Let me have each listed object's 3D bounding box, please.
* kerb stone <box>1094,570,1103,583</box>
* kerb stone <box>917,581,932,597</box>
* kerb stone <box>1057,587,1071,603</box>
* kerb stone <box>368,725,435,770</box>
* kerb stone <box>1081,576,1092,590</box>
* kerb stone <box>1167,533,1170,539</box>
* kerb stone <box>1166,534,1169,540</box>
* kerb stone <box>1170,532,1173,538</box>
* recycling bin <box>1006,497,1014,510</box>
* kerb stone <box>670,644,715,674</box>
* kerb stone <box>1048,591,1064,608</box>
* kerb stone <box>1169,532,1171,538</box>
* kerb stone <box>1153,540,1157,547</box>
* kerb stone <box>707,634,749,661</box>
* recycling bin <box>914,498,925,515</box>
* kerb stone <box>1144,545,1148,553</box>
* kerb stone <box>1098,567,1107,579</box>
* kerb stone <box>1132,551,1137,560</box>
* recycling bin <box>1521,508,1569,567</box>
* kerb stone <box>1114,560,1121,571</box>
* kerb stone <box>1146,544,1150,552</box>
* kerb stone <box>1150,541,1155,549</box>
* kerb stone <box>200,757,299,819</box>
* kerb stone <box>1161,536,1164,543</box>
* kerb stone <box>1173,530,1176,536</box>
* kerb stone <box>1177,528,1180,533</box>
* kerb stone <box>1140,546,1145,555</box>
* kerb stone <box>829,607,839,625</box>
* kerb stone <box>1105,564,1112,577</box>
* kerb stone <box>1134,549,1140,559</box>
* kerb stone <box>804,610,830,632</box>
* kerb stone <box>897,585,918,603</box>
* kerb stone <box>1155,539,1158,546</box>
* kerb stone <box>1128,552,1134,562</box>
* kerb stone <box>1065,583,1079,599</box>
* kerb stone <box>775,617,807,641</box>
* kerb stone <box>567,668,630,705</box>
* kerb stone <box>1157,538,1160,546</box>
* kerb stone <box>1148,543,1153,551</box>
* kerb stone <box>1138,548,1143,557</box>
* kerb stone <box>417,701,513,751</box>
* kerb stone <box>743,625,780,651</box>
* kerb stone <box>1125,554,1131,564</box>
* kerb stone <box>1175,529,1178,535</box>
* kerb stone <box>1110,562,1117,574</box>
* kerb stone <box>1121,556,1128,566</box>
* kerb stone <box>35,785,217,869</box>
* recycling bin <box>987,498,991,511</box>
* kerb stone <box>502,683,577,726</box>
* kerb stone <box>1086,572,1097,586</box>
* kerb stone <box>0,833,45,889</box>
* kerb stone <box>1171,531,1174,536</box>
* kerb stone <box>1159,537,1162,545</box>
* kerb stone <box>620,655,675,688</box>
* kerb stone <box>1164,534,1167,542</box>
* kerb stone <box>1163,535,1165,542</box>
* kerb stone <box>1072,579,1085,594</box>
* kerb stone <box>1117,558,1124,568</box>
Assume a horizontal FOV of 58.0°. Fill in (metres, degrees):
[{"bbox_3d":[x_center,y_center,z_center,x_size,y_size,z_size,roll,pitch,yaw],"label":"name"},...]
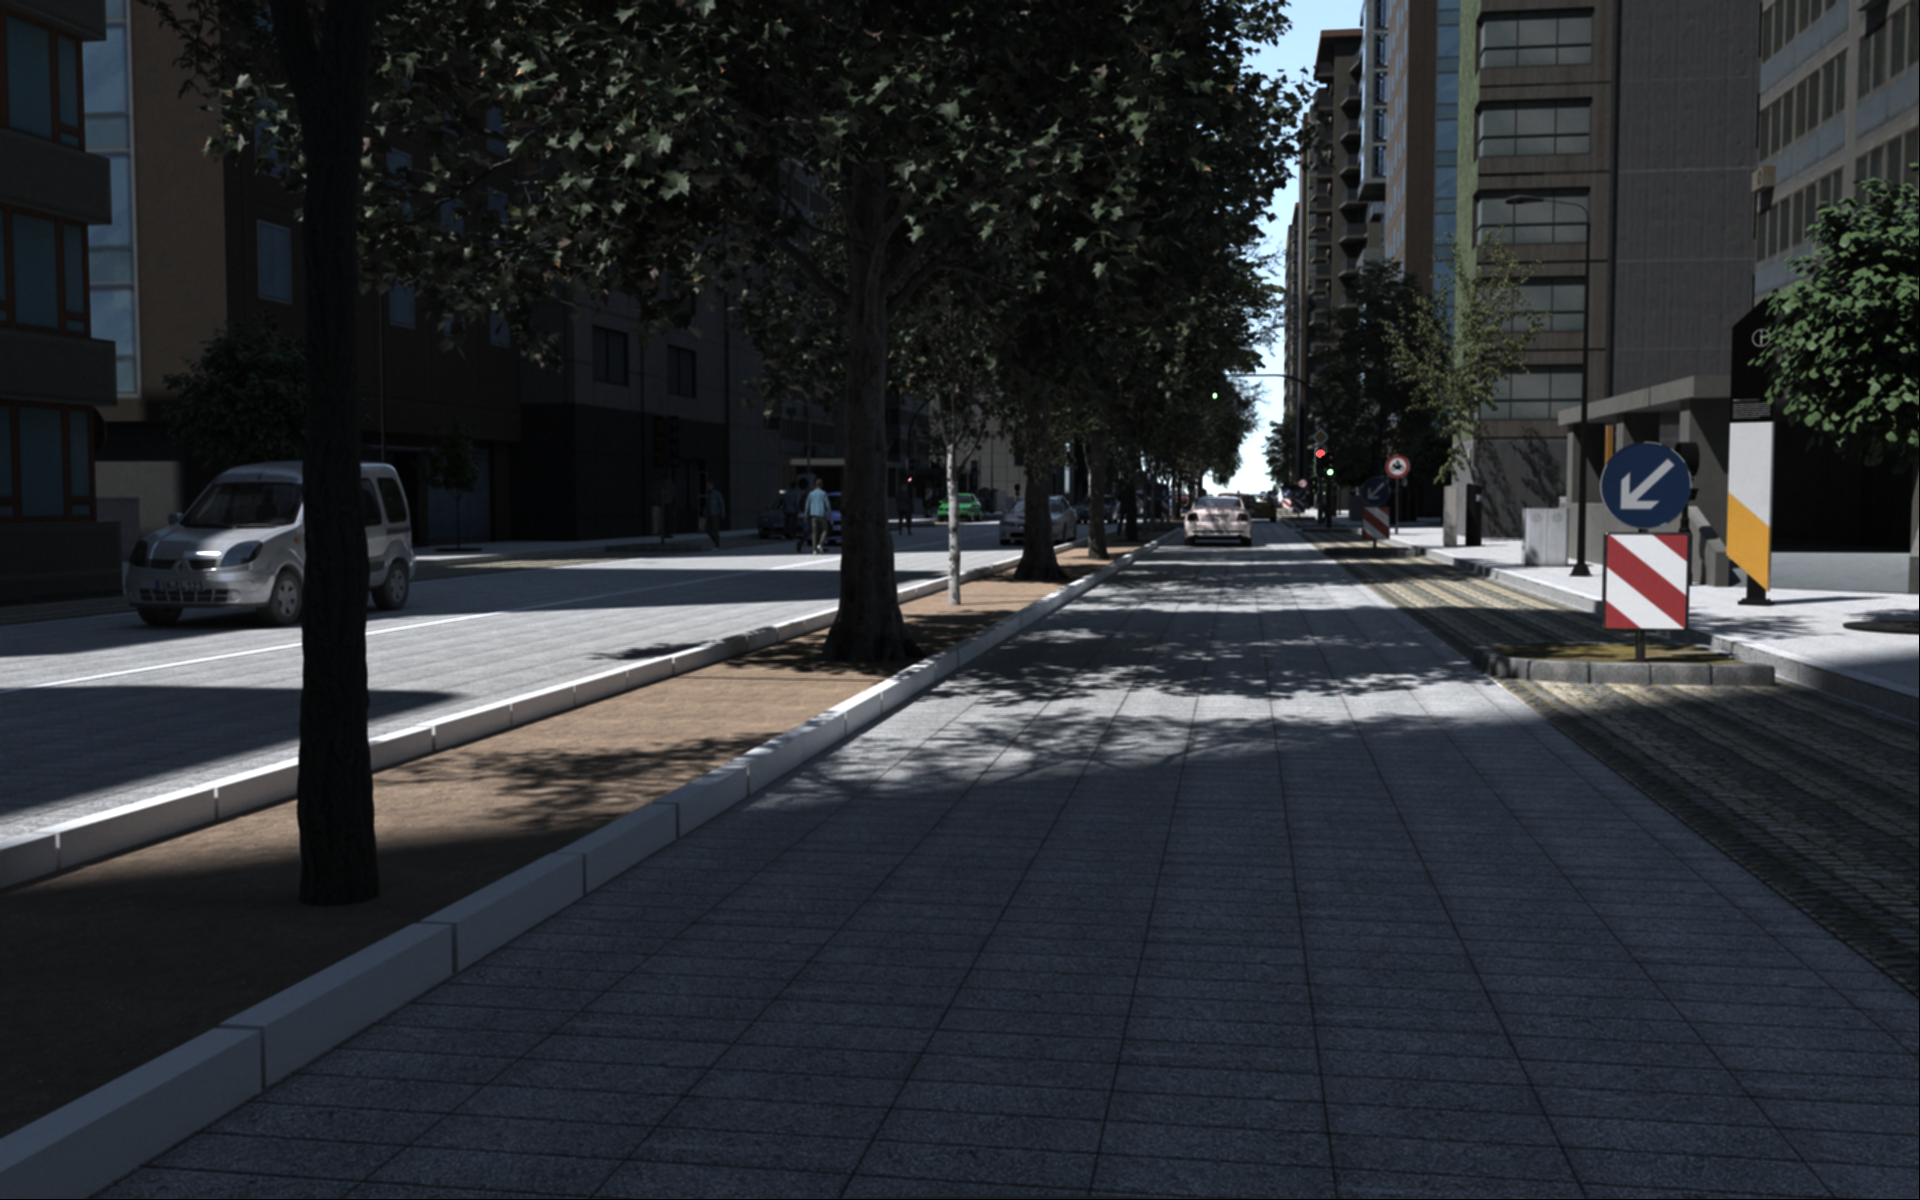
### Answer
[{"bbox_3d":[2.161,-0.352,27.958,0.120,0.150,1.000,1,4,9],"label":"kerb stone"},{"bbox_3d":[-0.570,-0.124,24.252,0.120,0.150,1.000,1,4,9],"label":"kerb stone"},{"bbox_3d":[1.329,-0.042,22.901,0.120,0.150,1.000,1,4,9],"label":"kerb stone"},{"bbox_3d":[-3.060,0.811,9.098,0.120,0.150,1.000,1,4,9],"label":"kerb stone"},{"bbox_3d":[1.831,-0.229,25.939,0.120,0.150,1.000,1,4,9],"label":"kerb stone"},{"bbox_3d":[6.300,-1.901,53.277,0.120,0.150,1.000,1,4,9],"label":"kerb stone"},{"bbox_3d":[6.140,-1.835,52.260,0.120,0.150,1.000,1,4,9],"label":"kerb stone"},{"bbox_3d":[6.633,-2.025,55.310,0.120,0.150,1.000,1,4,9],"label":"kerb stone"},{"bbox_3d":[3.930,-7.858,141.026,0.722,1.027,0.722,3,5,44],"label":"recycling bin"},{"bbox_3d":[-2.227,0.498,14.144,0.120,0.150,1.000,1,4,9],"label":"kerb stone"},{"bbox_3d":[1.166,0.019,21.891,0.120,0.150,1.000,1,4,9],"label":"kerb stone"},{"bbox_3d":[6.458,-1.961,54.295,0.120,0.150,1.000,1,4,9],"label":"kerb stone"},{"bbox_3d":[4.975,-1.405,45.172,0.120,0.150,1.000,1,4,9],"label":"kerb stone"},{"bbox_3d":[-2.068,0.431,15.155,0.120,0.150,1.000,1,4,9],"label":"kerb stone"},{"bbox_3d":[-2.488,-5.883,108.737,0.722,1.027,0.722,1,4,9],"label":"recycling bin"},{"bbox_3d":[4.314,-1.157,41.118,0.120,0.150,1.000,1,4,9],"label":"kerb stone"},{"bbox_3d":[2.322,-0.414,28.969,0.120,0.150,1.000,1,4,9],"label":"kerb stone"},{"bbox_3d":[3.645,-0.910,37.073,0.120,0.150,1.000,1,4,9],"label":"kerb stone"},{"bbox_3d":[10.421,-1.119,30.857,0.722,1.027,0.722,1,4,12],"label":"recycling bin"},{"bbox_3d":[2.825,-0.600,31.998,0.120,0.150,1.000,1,4,9],"label":"kerb stone"},{"bbox_3d":[4.472,-1.219,42.133,0.120,0.150,1.000,1,4,9],"label":"kerb stone"},{"bbox_3d":[4.813,-1.343,44.149,0.120,0.150,1.000,1,4,9],"label":"kerb stone"},{"bbox_3d":[-3.224,0.864,8.079,0.120,0.150,1.000,1,4,9],"label":"kerb stone"},{"bbox_3d":[5.645,-1.653,49.221,0.120,0.150,1.000,1,4,9],"label":"kerb stone"},{"bbox_3d":[6.971,-2.149,57.334,0.120,0.150,1.000,1,4,9],"label":"kerb stone"},{"bbox_3d":[7.625,-2.392,61.375,0.120,0.150,1.000,1,4,9],"label":"kerb stone"},{"bbox_3d":[4.146,-1.095,40.106,0.120,0.150,1.000,1,4,9],"label":"kerb stone"},{"bbox_3d":[-1.403,0.184,19.194,0.120,0.150,1.000,1,4,9],"label":"kerb stone"},{"bbox_3d":[2.493,-0.475,29.980,0.120,0.150,1.000,1,4,9],"label":"kerb stone"},{"bbox_3d":[3.819,-0.964,38.081,0.120,0.150,1.000,1,4,9],"label":"kerb stone"},{"bbox_3d":[-1.566,0.245,18.185,0.120,0.150,1.000,1,4,9],"label":"kerb stone"},{"bbox_3d":[-0.744,-0.059,23.239,0.120,0.150,1.000,1,4,9],"label":"kerb stone"},{"bbox_3d":[5.139,-1.460,46.189,0.120,0.150,1.000,1,4,9],"label":"kerb stone"},{"bbox_3d":[3.478,-0.848,36.054,0.120,0.150,1.000,1,4,9],"label":"kerb stone"},{"bbox_3d":[1.497,-0.104,23.909,0.120,0.150,1.000,1,4,9],"label":"kerb stone"},{"bbox_3d":[-1.731,0.307,17.176,0.120,0.150,1.000,1,4,9],"label":"kerb stone"},{"bbox_3d":[-2.562,0.617,12.123,0.120,0.150,1.000,1,4,9],"label":"kerb stone"},{"bbox_3d":[5.306,-1.528,47.204,0.120,0.150,1.000,1,4,9],"label":"kerb stone"},{"bbox_3d":[4.646,-1.278,43.141,0.120,0.150,1.000,1,4,9],"label":"kerb stone"},{"bbox_3d":[3.980,-1.034,39.097,0.120,0.150,1.000,1,4,9],"label":"kerb stone"},{"bbox_3d":[-2.887,0.740,10.104,0.120,0.150,1.000,1,4,9],"label":"kerb stone"},{"bbox_3d":[-1.899,0.369,16.168,0.120,0.150,1.000,1,4,9],"label":"kerb stone"},{"bbox_3d":[3.321,-0.784,35.042,0.120,0.150,1.000,1,4,9],"label":"kerb stone"},{"bbox_3d":[7.295,-2.266,59.356,0.120,0.150,1.000,1,4,9],"label":"kerb stone"},{"bbox_3d":[2.663,-0.532,30.989,0.120,0.150,1.000,1,4,9],"label":"kerb stone"},{"bbox_3d":[3.150,-0.724,34.034,0.120,0.150,1.000,1,4,9],"label":"kerb stone"},{"bbox_3d":[-3.391,0.926,7.070,0.120,0.150,1.000,1,4,9],"label":"kerb stone"},{"bbox_3d":[2.205,-6.822,124.094,0.722,1.027,0.722,2,4,30],"label":"recycling bin"},{"bbox_3d":[-2.724,0.678,11.114,0.120,0.150,1.000,1,4,9],"label":"kerb stone"},{"bbox_3d":[1.994,-0.291,26.948,0.120,0.150,1.000,1,4,9],"label":"kerb stone"},{"bbox_3d":[-3.552,0.988,6.054,0.120,0.150,1.000,1,4,9],"label":"kerb stone"},{"bbox_3d":[6.801,-2.087,56.326,0.120,0.150,1.000,1,4,9],"label":"kerb stone"},{"bbox_3d":[5.470,-1.590,48.213,0.120,0.150,1.000,1,4,9],"label":"kerb stone"},{"bbox_3d":[-2.401,0.554,13.133,0.120,0.150,1.000,1,4,9],"label":"kerb stone"},{"bbox_3d":[5.973,-1.777,51.252,0.120,0.150,1.000,1,4,9],"label":"kerb stone"},{"bbox_3d":[5.802,-1.715,50.232,0.120,0.150,1.000,1,4,9],"label":"kerb stone"},{"bbox_3d":[1.658,-0.167,24.929,0.120,0.150,1.000,1,4,9],"label":"kerb stone"},{"bbox_3d":[2.991,-0.660,33.024,0.120,0.150,1.000,1,4,9],"label":"kerb stone"}]
